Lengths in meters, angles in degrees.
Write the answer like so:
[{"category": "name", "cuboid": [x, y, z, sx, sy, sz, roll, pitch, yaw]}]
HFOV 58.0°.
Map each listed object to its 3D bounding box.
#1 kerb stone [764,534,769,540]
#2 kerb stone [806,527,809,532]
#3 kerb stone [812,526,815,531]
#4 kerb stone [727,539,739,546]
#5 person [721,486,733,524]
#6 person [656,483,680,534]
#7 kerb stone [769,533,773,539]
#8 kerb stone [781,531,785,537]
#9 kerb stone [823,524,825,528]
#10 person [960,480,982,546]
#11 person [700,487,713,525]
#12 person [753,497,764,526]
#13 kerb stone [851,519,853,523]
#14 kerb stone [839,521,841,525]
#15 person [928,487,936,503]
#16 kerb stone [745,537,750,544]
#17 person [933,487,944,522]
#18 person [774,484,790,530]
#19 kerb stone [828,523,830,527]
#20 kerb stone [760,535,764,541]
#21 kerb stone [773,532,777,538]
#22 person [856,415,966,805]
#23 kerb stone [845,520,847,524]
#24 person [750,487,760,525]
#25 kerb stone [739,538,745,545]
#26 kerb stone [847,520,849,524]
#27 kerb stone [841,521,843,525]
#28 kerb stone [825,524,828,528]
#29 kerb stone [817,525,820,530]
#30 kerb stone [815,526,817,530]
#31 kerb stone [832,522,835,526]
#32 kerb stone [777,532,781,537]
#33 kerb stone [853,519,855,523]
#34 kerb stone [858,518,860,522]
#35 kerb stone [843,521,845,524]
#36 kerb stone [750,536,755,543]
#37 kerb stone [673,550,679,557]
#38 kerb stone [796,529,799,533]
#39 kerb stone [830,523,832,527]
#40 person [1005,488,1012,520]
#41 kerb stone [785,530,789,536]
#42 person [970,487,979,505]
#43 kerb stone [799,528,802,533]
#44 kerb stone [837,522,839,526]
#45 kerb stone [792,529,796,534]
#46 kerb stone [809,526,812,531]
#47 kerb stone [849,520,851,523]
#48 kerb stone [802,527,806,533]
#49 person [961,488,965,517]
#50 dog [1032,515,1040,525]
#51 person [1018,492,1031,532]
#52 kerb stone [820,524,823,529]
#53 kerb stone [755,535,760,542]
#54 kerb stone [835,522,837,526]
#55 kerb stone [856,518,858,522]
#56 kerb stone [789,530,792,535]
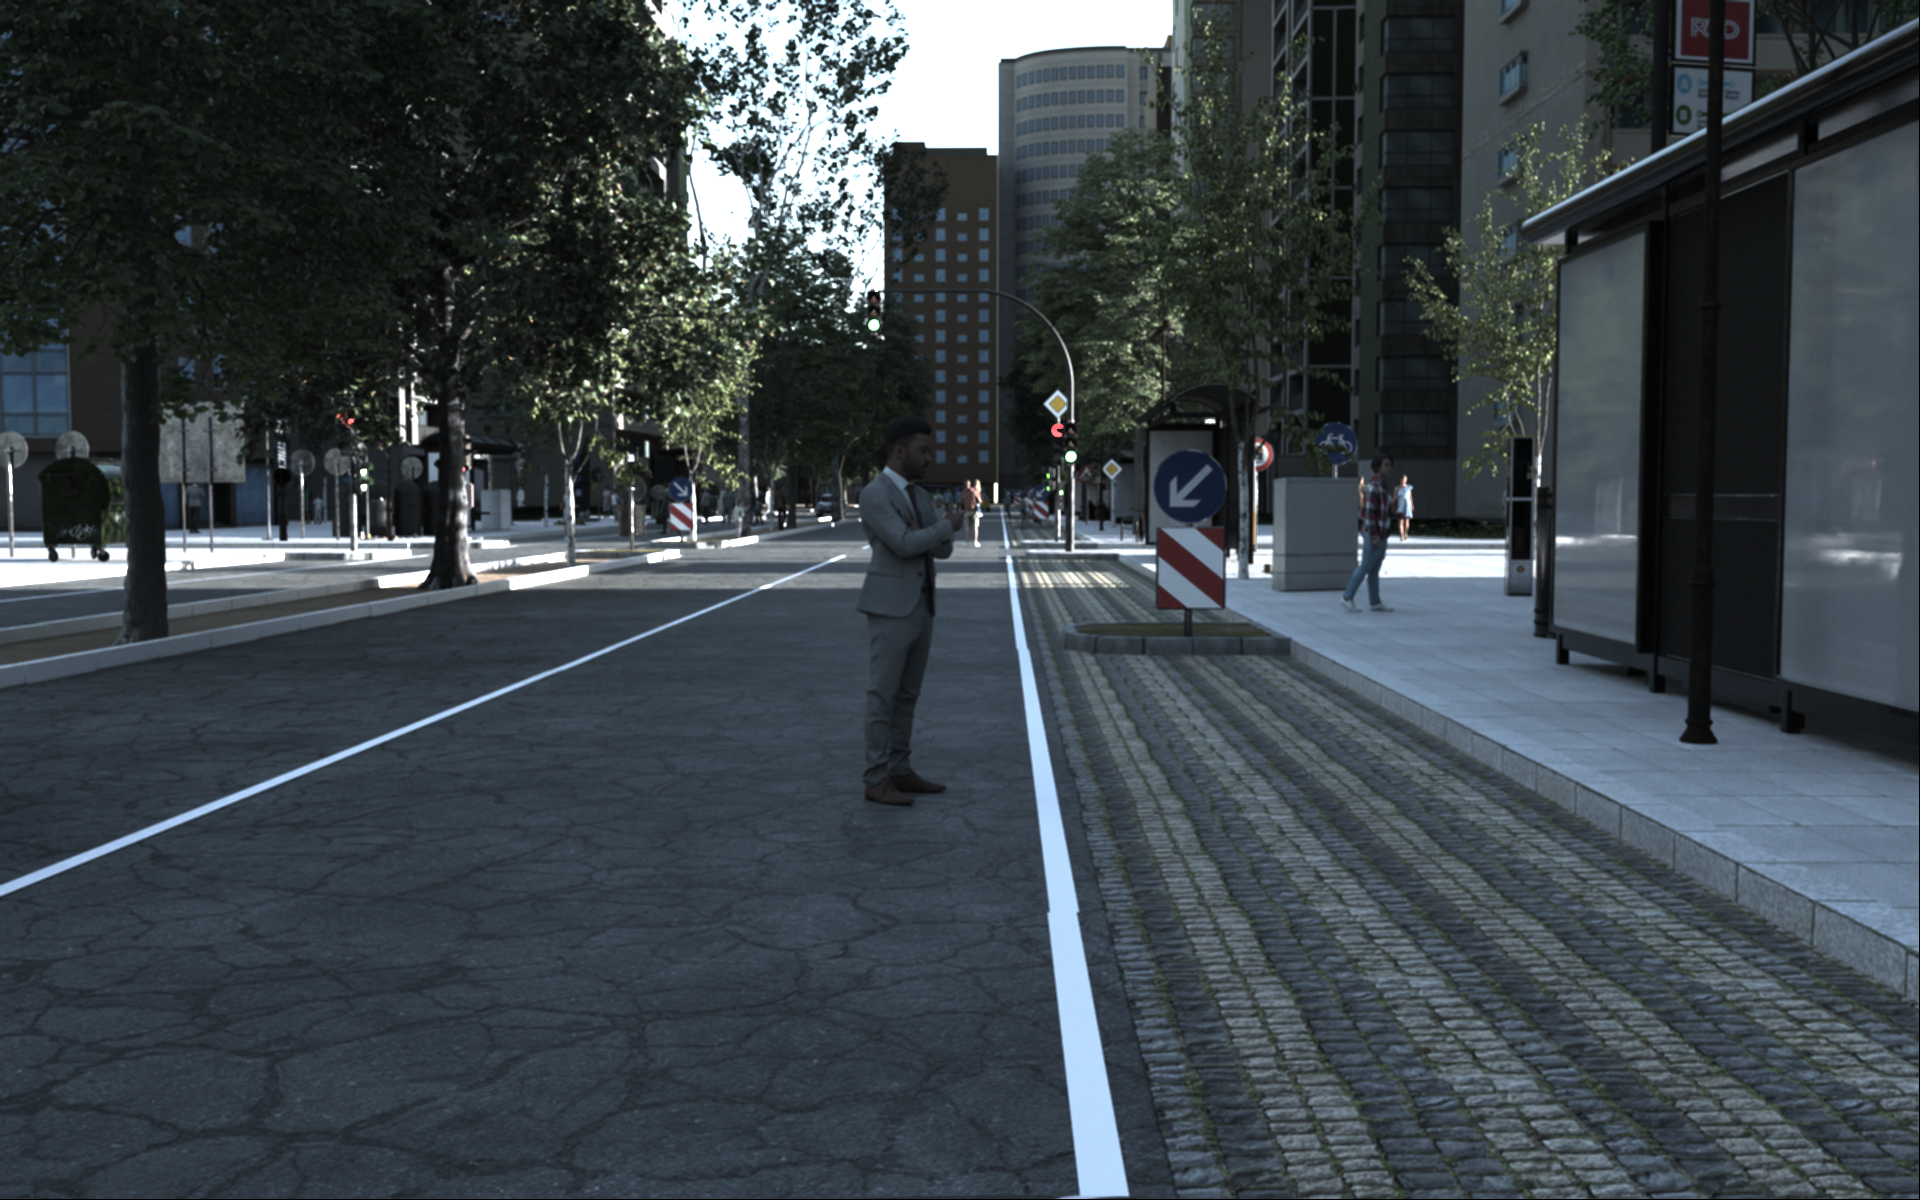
[{"category": "kerb stone", "cuboid": [-6.167, -1.948, 54.050, 0.120, 0.150, 1.000, 0, 4, 1]}, {"category": "kerb stone", "cuboid": [-5.914, -2.636, 65.318, 0.120, 0.150, 1.000, 0, 4, 1]}, {"category": "kerb stone", "cuboid": [-5.870, -2.763, 67.363, 0.120, 0.150, 1.000, 0, 4, 1]}, {"category": "kerb stone", "cuboid": [-6.313, -1.572, 47.903, 0.120, 0.150, 1.000, 0, 4, 1]}, {"category": "person", "cuboid": [-11.320, -4.627, 84.244, 0.635, 1.810, 0.391, 1, 4, 15]}, {"category": "person", "cuboid": [-10.412, -3.268, 61.892, 0.822, 1.834, 0.622, 1, 4, 18]}, {"category": "kerb stone", "cuboid": [-6.152, -2.011, 55.072, 0.120, 0.150, 1.000, 0, 4, 1]}, {"category": "kerb stone", "cuboid": [-6.080, -2.195, 58.147, 0.120, 0.150, 1.000, 0, 4, 1]}, {"category": "kerb stone", "cuboid": [-5.776, -3.010, 71.454, 0.120, 0.150, 1.000, 0, 4, 1]}, {"category": "person", "cuboid": [0.348, -2.408, 47.852, 0.580, 1.828, 0.573, -2, 4, -35]}, {"category": "person", "cuboid": [-11.692, -4.356, 80.205, 0.515, 1.767, 0.782, 1, 4, 22]}, {"category": "person", "cuboid": [-9.127, -4.028, 78.626, 0.475, 1.303, 0.640, 2, 4, 32]}, {"category": "kerb stone", "cuboid": [-5.475, -3.828, 84.781, 0.120, 0.150, 1.000, 0, 4, 1]}, {"category": "kerb stone", "cuboid": [-5.610, -3.451, 78.624, 0.120, 0.150, 1.000, 0, 4, 1]}, {"category": "person", "cuboid": [-1.460, -4.851, 88.067, 0.600, 1.795, 0.529, -2, 4, -26]}, {"category": "kerb stone", "cuboid": [-6.261, -1.697, 49.948, 0.120, 0.150, 1.000, 0, 4, 1]}, {"category": "person", "cuboid": [-0.887, -3.672, 69.544, 0.512, 1.701, 0.522, -1, 4, -14]}, {"category": "person", "cuboid": [-7.041, -3.680, 68.583, 0.656, 1.842, 0.836, 0, 4, 0]}, {"category": "kerb stone", "cuboid": [-5.736, -3.138, 73.505, 0.120, 0.150, 1.000, 0, 4, 1]}, {"category": "kerb stone", "cuboid": [-6.195, -1.885, 53.027, 0.120, 0.150, 1.000, 0, 4, 1]}, {"category": "kerb stone", "cuboid": [-6.125, -2.068, 56.095, 0.120, 0.150, 1.000, 0, 4, 1]}, {"category": "person", "cuboid": [-0.219, 0.035, 8.108, 0.466, 1.800, 0.511, 1, 4, 14]}, {"category": "kerb stone", "cuboid": [-5.553, -3.634, 81.695, 0.120, 0.150, 1.000, 0, 4, 1]}, {"category": "person", "cuboid": [-9.644, -4.375, 80.377, 0.623, 1.781, 0.721, 3, 4, 37]}, {"category": "kerb stone", "cuboid": [-6.281, -1.635, 48.925, 0.120, 0.150, 1.000, 0, 4, 1]}, {"category": "kerb stone", "cuboid": [-5.523, -3.702, 82.717, 0.120, 0.150, 1.000, 0, 4, 1]}, {"category": "kerb stone", "cuboid": [-5.591, -3.514, 79.646, 0.120, 0.150, 1.000, 0, 4, 1]}, {"category": "kerb stone", "cuboid": [-5.752, -3.064, 72.481, 0.120, 0.150, 1.000, 0, 4, 1]}, {"category": "kerb stone", "cuboid": [-5.816, -2.887, 69.406, 0.120, 0.150, 1.000, 0, 4, 1]}, {"category": "kerb stone", "cuboid": [-5.847, -2.822, 68.385, 0.120, 0.150, 1.000, 0, 4, 1]}, {"category": "kerb stone", "cuboid": [-5.685, -3.263, 75.549, 0.120, 0.150, 1.000, 0, 4, 1]}, {"category": "kerb stone", "cuboid": [-6.104, -2.136, 57.121, 0.120, 0.150, 1.000, 0, 4, 1]}, {"category": "kerb stone", "cuboid": [-5.449, -3.891, 85.819, 0.120, 0.150, 1.000, 0, 4, 1]}, {"category": "kerb stone", "cuboid": [-5.378, -4.079, 88.885, 0.120, 0.150, 1.000, 0, 4, 1]}, {"category": "kerb stone", "cuboid": [-5.569, -3.576, 80.668, 0.120, 0.150, 1.000, 0, 4, 1]}, {"category": "kerb stone", "cuboid": [-6.243, -1.760, 50.975, 0.120, 0.150, 1.000, 0, 4, 1]}, {"category": "kerb stone", "cuboid": [-6.510, -1.037, 39.147, 0.120, 0.150, 1.000, 0, 4, 1]}, {"category": "kerb stone", "cuboid": [-5.991, -2.449, 62.243, 0.120, 0.150, 1.000, 0, 4, 1]}, {"category": "kerb stone", "cuboid": [-5.708, -3.201, 74.527, 0.120, 0.150, 1.000, 0, 4, 1]}, {"category": "person", "cuboid": [2.671, -5.286, 95.271, 0.444, 1.785, 0.601, 0, 4, 6]}, {"category": "kerb stone", "cuboid": [-6.059, -2.261, 59.169, 0.120, 0.150, 1.000, 0, 4, 1]}, {"category": "person", "cuboid": [0.735, -5.126, 92.284, 0.573, 1.828, 0.580, 1, 4, 22]}, {"category": "kerb stone", "cuboid": [-5.971, -2.511, 63.271, 0.120, 0.150, 1.000, 0, 4, 1]}, {"category": "kerb stone", "cuboid": [-5.642, -3.389, 77.598, 0.120, 0.150, 1.000, 0, 4, 1]}, {"category": "kerb stone", "cuboid": [-6.006, -2.387, 61.219, 0.120, 0.150, 1.000, 0, 4, 1]}, {"category": "kerb stone", "cuboid": [-5.892, -2.700, 66.341, 0.120, 0.150, 1.000, 0, 4, 1]}, {"category": "kerb stone", "cuboid": [-5.507, -3.764, 83.741, 0.120, 0.150, 1.000, 0, 4, 1]}, {"category": "kerb stone", "cuboid": [-5.937, -2.575, 64.293, 0.120, 0.150, 1.000, 0, 4, 1]}, {"category": "person", "cuboid": [0.303, -6.050, 107.379, 0.822, 1.834, 0.622, -3, 5, -45]}, {"category": "dog", "cuboid": [3.443, -3.579, 77.799, 0.540, 0.507, 0.406, 1, 4, 15]}, {"category": "person", "cuboid": [2.407, -3.286, 64.820, 0.503, 1.515, 0.523, 0, 4, -7]}, {"category": "kerb stone", "cuboid": [-5.801, -2.950, 70.430, 0.120, 0.150, 1.000, 0, 4, 1]}, {"category": "kerb stone", "cuboid": [-6.218, -1.821, 51.997, 0.120, 0.150, 1.000, 0, 4, 1]}, {"category": "kerb stone", "cuboid": [-5.663, -3.326, 76.571, 0.120, 0.150, 1.000, 0, 4, 1]}, {"category": "kerb stone", "cuboid": [-5.401, -4.016, 87.863, 0.120, 0.150, 1.000, 0, 4, 1]}, {"category": "kerb stone", "cuboid": [-6.034, -2.324, 60.194, 0.120, 0.150, 1.000, 0, 4, 1]}]
